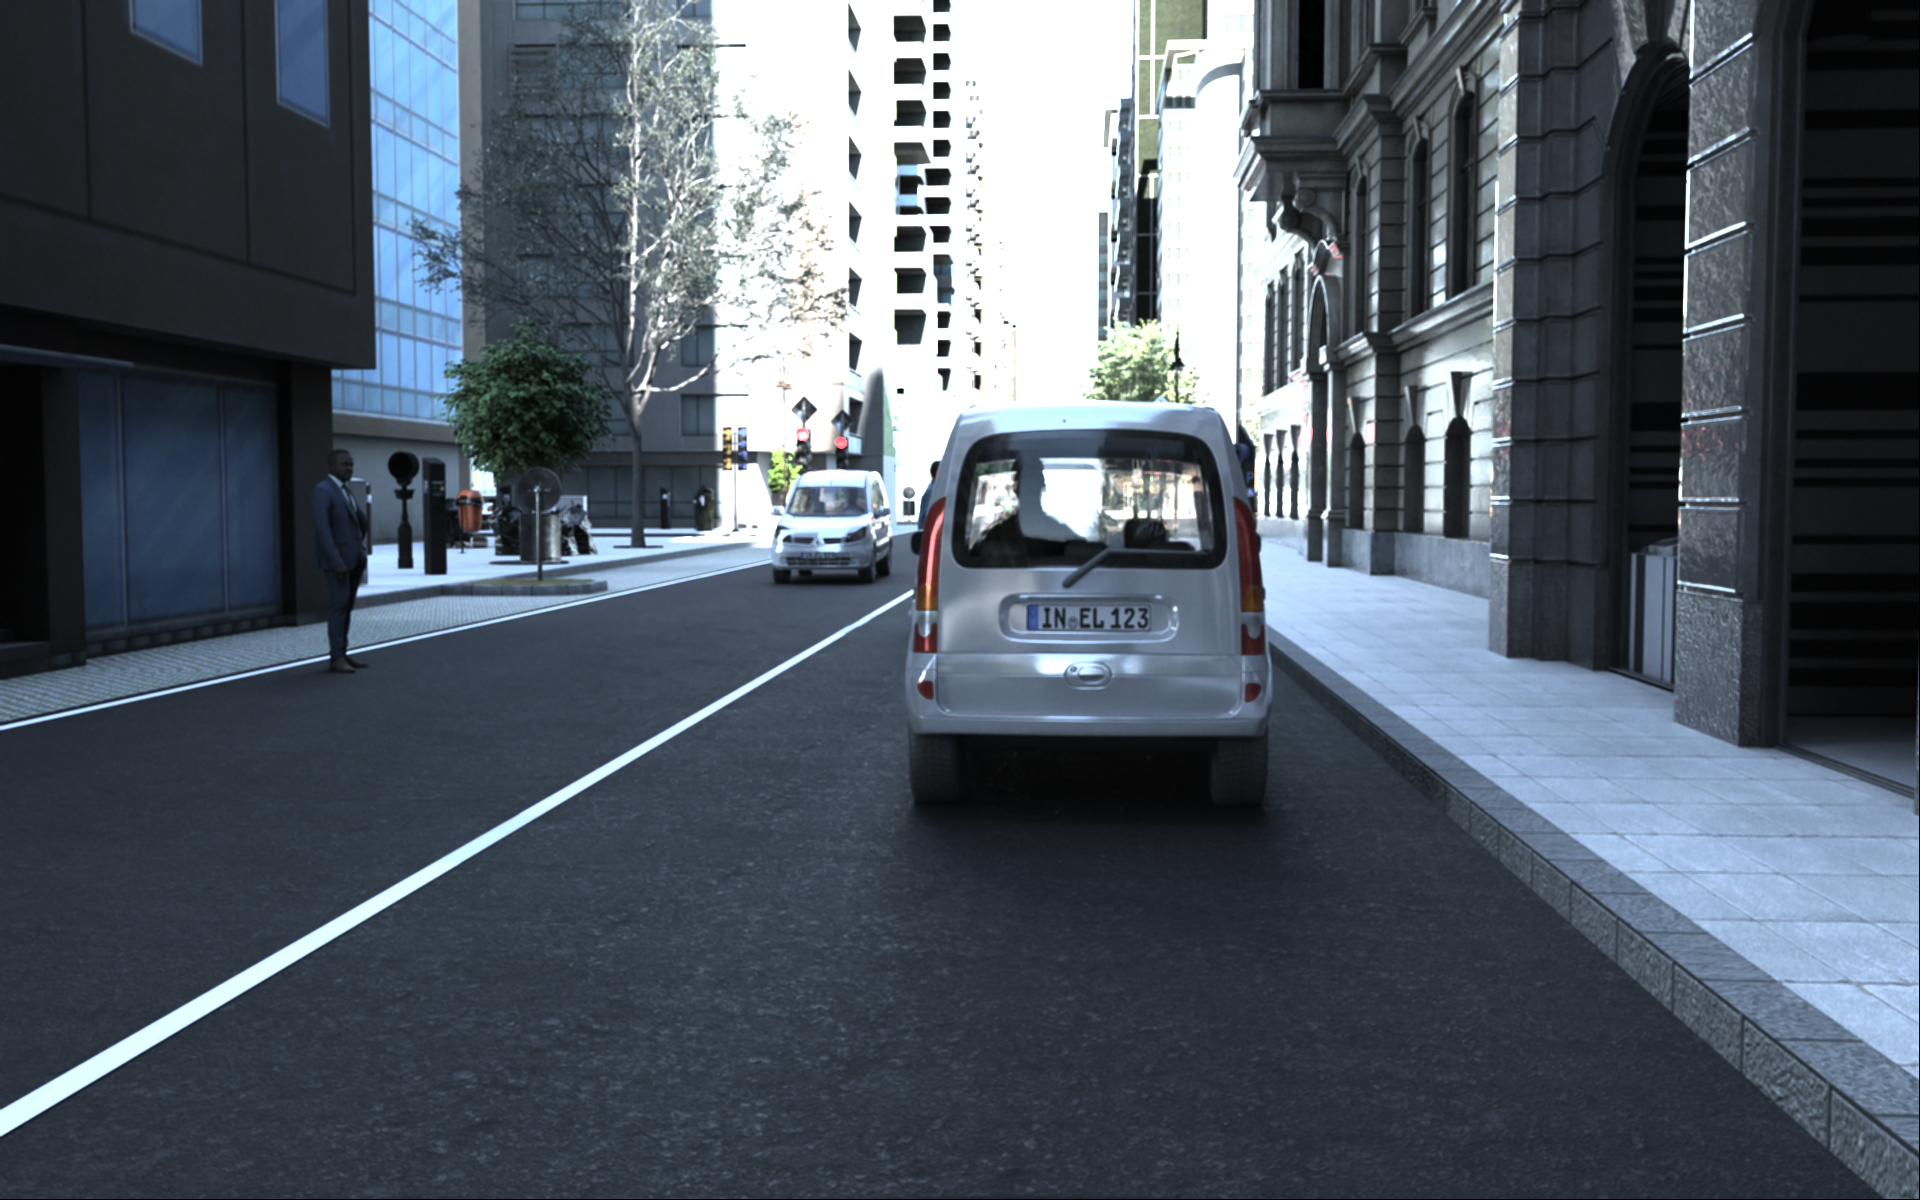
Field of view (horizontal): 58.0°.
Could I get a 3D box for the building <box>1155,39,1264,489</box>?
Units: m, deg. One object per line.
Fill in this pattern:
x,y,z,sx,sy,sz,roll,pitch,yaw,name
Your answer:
28.898,-27.592,143.014,32.217,40.220,23.993,0,4,4,building

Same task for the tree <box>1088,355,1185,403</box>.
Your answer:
11.881,-11.051,115.101,8.767,10.594,7.601,0,4,-1,tree

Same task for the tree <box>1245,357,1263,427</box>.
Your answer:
17.097,-8.385,87.463,4.737,8.622,4.395,0,3,0,tree

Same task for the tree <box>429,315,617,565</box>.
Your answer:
-8.055,-2.947,31.902,4.285,4.588,4.351,0,3,0,tree

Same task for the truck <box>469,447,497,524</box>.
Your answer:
-20.416,-3.999,54.294,11.283,4.237,2.839,0,4,3,truck

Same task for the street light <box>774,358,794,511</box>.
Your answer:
-5.887,-5.219,58.119,0.468,5.910,1.993,0,4,4,street light

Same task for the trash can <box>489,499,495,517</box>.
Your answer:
-22.638,-4.415,83.831,0.748,1.137,0.748,0,3,0,trash can

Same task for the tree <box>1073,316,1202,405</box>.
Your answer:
12.607,-13.370,125.250,9.857,13.997,8.962,0,3,0,tree

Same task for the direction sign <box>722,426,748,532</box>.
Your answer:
-7.546,-4.045,58.132,0.876,3.537,0.379,1,4,13,direction sign

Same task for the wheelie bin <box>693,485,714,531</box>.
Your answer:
-8.820,-3.167,59.690,0.693,1.594,0.980,-1,4,-18,wheelie bin

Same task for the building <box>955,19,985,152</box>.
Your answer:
-8.916,-34.240,179.440,23.786,49.044,30.456,0,4,4,building

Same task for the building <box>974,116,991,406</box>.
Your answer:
-3.616,-33.726,201.525,14.600,45.320,14.200,0,4,4,building

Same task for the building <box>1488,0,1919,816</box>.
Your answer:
9.373,-9.775,1.628,13.314,21.916,24.055,0,4,4,building

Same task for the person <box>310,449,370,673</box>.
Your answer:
-5.077,-0.335,14.167,0.419,1.800,0.721,0,4,-3,person

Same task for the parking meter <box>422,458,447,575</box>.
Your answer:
-8.375,-1.340,27.612,0.255,1.863,0.399,-3,4,-37,parking meter

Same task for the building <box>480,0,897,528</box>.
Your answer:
-10.294,-23.604,69.518,14.154,41.232,14.086,0,4,4,building

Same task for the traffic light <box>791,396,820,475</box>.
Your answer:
-4.445,-3.712,49.607,0.839,4.253,0.868,0,4,4,traffic light

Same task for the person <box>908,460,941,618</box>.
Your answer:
-0.324,-0.572,18.199,0.444,1.785,0.601,0,4,2,person

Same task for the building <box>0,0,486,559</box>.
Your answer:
-21.273,-24.006,42.616,14.200,45.320,14.600,0,4,4,building

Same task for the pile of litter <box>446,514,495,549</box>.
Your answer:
-11.719,-1.663,41.147,1.719,0.858,1.176,-1,4,-12,pile of litter

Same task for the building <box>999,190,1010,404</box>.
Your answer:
-3.865,-39.225,260.932,23.786,49.044,30.456,0,4,4,building

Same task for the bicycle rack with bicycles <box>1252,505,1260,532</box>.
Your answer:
9.751,-2.670,57.038,2.925,0.926,2.852,-1,4,-21,bicycle rack with bicycles

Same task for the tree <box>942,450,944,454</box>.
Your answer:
-1.103,-8.859,128.559,4.285,4.588,4.351,0,3,0,tree

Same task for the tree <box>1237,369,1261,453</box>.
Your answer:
18.142,-9.260,101.757,4.360,8.622,3.978,0,3,0,tree

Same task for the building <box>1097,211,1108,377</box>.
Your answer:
26.875,-34.729,251.407,14.154,41.232,14.086,0,4,4,building

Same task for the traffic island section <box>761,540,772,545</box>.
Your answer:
-4.484,-1.680,49.745,2.009,0.180,2.903,0,4,4,traffic island section

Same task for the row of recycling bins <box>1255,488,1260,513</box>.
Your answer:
20.619,-6.721,117.007,3.534,1.692,1.069,2,4,30,row of recycling bins

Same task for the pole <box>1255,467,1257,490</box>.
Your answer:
22.228,-8.357,130.487,0.158,3.312,0.155,0,3,0,pole

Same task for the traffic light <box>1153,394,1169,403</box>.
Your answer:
5.643,-3.670,48.921,0.839,4.253,0.868,0,4,4,traffic light

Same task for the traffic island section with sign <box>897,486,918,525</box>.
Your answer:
-2.334,-4.400,80.560,1.989,1.847,2.006,0,4,4,traffic island section with sign

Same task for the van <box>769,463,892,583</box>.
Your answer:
-2.126,-1.364,29.309,2.013,2.044,4.112,0,4,3,van

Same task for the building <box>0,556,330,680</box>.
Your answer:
-14.041,-22.132,11.961,14.600,45.320,14.200,0,4,4,building

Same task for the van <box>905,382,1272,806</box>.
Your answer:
0.678,-0.145,9.377,2.013,2.044,4.112,0,4,4,van

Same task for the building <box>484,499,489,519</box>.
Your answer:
-34.873,-25.365,69.337,28.867,44.769,22.147,0,4,4,building

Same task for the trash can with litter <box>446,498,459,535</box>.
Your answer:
-13.250,-2.081,45.419,0.624,1.170,1.055,-1,4,-19,trash can with litter

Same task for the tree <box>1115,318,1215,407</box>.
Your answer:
8.378,-7.457,72.277,4.737,8.622,4.395,0,3,0,tree

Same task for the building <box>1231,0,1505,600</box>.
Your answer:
12.310,-12.946,30.745,14.460,24.649,34.723,0,4,4,building

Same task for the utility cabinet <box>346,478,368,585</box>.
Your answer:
-8.806,-0.932,23.909,1.173,1.500,0.318,-3,5,-44,utility cabinet

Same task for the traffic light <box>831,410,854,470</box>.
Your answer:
-3.888,-4.199,57.573,0.839,4.253,0.868,0,4,4,traffic light

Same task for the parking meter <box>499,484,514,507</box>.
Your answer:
-11.701,-2.221,44.731,0.372,1.533,0.369,0,3,0,parking meter

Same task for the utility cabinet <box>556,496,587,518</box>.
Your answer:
-13.151,-2.902,58.601,1.020,1.237,0.306,1,4,13,utility cabinet

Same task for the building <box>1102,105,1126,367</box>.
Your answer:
33.271,-39.177,229.780,28.713,52.752,27.495,0,4,4,building

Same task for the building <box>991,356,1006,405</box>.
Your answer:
-8.314,-23.643,231.600,27.650,21.520,28.899,0,4,4,building

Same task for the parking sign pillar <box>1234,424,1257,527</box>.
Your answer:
10.881,-4.772,66.491,1.447,3.967,1.447,-1,4,-15,parking sign pillar

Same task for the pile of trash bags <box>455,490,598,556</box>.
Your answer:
-9.376,-1.659,36.884,3.447,1.369,1.912,2,4,27,pile of trash bags

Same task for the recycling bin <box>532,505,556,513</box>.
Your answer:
-14.209,-2.836,58.918,0.722,1.027,0.722,2,4,25,recycling bin

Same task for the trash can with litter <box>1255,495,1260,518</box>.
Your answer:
15.976,-4.956,92.088,1.678,1.210,2.233,1,4,10,trash can with litter

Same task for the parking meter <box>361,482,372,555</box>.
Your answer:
-12.585,-1.716,36.463,0.372,1.533,0.369,0,3,0,parking meter

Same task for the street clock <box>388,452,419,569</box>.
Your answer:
-9.551,-1.542,29.781,0.471,2.002,0.358,1,4,13,street clock

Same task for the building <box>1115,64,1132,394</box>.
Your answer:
28.411,-34.926,190.640,23.786,49.044,30.456,0,4,4,building

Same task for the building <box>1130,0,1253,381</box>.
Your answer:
24.593,-44.430,164.683,20.563,71.187,20.611,0,4,4,building

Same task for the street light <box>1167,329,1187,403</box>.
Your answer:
6.059,-4.632,48.527,0.468,5.910,1.993,0,4,4,street light

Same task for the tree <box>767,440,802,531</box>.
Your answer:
-6.336,-4.046,60.746,1.663,3.219,1.824,0,3,0,tree

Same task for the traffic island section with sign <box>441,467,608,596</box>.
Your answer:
-6.220,-1.008,25.105,1.989,1.847,2.006,0,4,4,traffic island section with sign

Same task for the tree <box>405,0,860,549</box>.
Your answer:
-7.654,-7.972,40.710,12.009,13.543,11.850,0,3,0,tree

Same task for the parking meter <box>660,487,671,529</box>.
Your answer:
-10.750,-3.355,63.268,0.372,1.533,0.369,0,3,0,parking meter

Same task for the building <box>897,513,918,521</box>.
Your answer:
-11.773,-48.081,98.799,22.319,86.520,31.000,0,4,4,building

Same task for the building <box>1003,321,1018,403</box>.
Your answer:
2.234,-31.295,283.368,14.160,30.474,14.107,0,4,4,building
